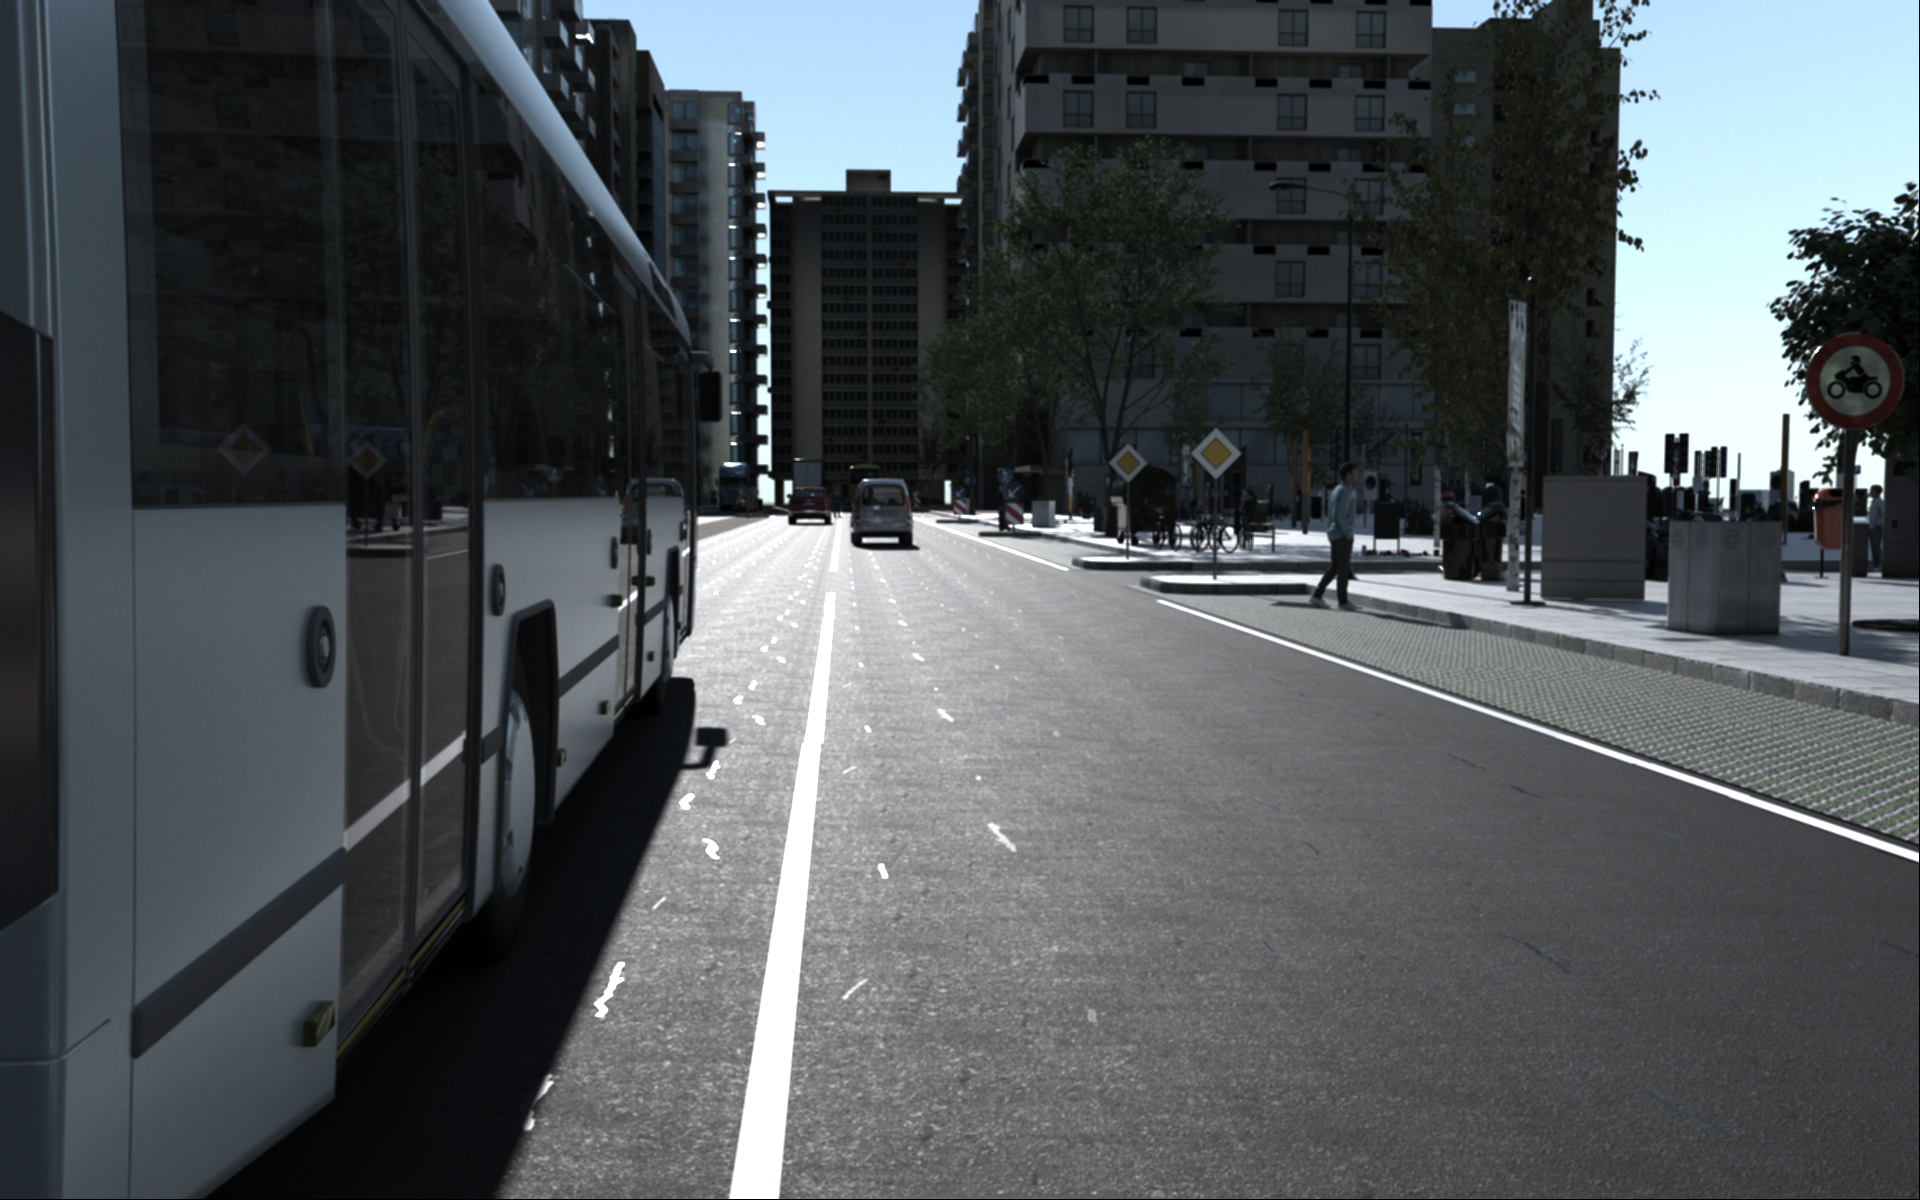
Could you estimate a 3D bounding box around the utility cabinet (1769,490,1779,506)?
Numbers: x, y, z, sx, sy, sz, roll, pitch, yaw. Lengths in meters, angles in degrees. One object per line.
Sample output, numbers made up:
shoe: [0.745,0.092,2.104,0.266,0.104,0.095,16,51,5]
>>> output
utility cabinet: [48.801,-5.861,104.502,0.318,1.500,1.173,-2,4,-29]

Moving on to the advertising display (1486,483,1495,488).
advertising display: [29.720,-5.631,97.276,0.974,1.923,0.123,-3,5,-44]

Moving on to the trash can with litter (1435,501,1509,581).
trash can with litter: [7.702,-0.885,25.860,1.055,1.170,0.624,2,4,34]

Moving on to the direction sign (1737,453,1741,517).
direction sign: [42.717,-6.301,95.015,0.379,3.537,0.876,2,4,30]

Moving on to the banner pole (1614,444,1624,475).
banner pole: [32.967,-5.914,86.706,0.863,3.779,0.401,-2,4,-30]

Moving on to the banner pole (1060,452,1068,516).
banner pole: [6.302,-6.882,102.543,0.863,3.779,0.401,-3,5,-40]

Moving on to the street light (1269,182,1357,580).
street light: [5.294,-3.268,25.965,1.470,5.913,1.316,0,4,-4]

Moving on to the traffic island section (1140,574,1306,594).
traffic island section: [3.841,-0.227,25.994,2.009,0.180,2.903,0,4,-4]

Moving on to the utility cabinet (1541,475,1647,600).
utility cabinet: [7.659,-0.749,20.932,1.173,1.500,0.318,1,4,22]

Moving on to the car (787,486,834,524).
car: [-7.278,-4.613,84.089,2.281,1.827,5.304,0,4,-4]

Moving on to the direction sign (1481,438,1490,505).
direction sign: [21.268,-4.779,70.132,0.379,3.537,0.876,3,4,38]

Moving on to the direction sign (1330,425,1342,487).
direction sign: [12.383,-3.979,57.060,0.379,3.537,0.876,2,4,35]

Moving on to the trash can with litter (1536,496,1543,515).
trash can with litter: [35.598,-5.706,104.349,2.233,1.210,1.678,3,4,39]

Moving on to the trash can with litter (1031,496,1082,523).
trash can with litter: [3.994,-3.972,76.007,2.233,1.210,1.678,-1,4,-8]

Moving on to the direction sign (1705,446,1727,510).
direction sign: [36.152,-5.540,82.582,0.379,3.537,0.876,-2,4,-27]

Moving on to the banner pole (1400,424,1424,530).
banner pole: [16.098,-4.383,61.681,0.863,3.779,0.401,-1,4,-15]

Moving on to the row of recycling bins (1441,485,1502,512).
row of recycling bins: [23.866,-4.514,80.909,1.069,1.692,3.534,-2,4,-29]

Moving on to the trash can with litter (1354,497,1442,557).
trash can with litter: [9.193,-1.515,35.832,2.233,1.210,1.678,2,4,28]

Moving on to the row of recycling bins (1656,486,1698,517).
row of recycling bins: [41.019,-5.743,101.011,3.534,1.692,1.069,1,4,12]

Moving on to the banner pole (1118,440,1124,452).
banner pole: [7.530,-5.574,81.145,0.401,3.779,0.863,-1,4,-14]

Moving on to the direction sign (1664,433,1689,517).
direction sign: [26.791,-4.454,64.820,0.379,3.537,0.876,-3,5,-44]

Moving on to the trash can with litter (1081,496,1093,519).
trash can with litter: [6.590,-4.775,89.461,0.624,1.170,1.055,0,4,0]

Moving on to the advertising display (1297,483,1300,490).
advertising display: [18.904,-5.611,96.957,0.123,1.923,0.974,1,4,16]

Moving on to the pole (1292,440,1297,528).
pole: [12.739,-4.410,65.954,0.158,3.312,0.155,0,3,0]

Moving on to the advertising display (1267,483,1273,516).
advertising display: [18.293,-5.934,102.242,0.123,1.923,0.974,0,4,-4]

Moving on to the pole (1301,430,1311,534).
pole: [11.067,-3.771,55.500,0.158,3.312,0.155,0,3,0]

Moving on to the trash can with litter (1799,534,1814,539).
trash can with litter: [24.902,-2.367,49.755,2.233,1.210,1.678,-1,4,-23]

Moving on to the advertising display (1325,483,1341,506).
advertising display: [22.352,-6.014,103.549,0.974,1.923,0.123,1,4,18]

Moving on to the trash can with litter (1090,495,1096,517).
trash can with litter: [7.187,-5.204,96.150,1.678,1.210,2.233,-2,4,-34]

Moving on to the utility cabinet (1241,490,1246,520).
utility cabinet: [14.234,-4.663,84.926,0.318,1.500,1.173,-2,4,-26]

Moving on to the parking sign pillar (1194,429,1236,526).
parking sign pillar: [10.355,-5.059,71.179,1.447,3.967,1.447,0,4,-4]

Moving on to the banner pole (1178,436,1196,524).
banner pole: [9.706,-5.219,75.351,0.863,3.779,0.401,-3,4,-36]

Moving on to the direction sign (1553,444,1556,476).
direction sign: [27.185,-5.338,79.266,0.379,3.537,0.876,1,4,13]

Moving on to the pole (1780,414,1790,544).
pole: [20.986,-3.072,44.074,0.158,3.312,0.155,0,3,0]

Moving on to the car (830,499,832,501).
car: [-10.167,-6.846,123.735,2.131,1.459,4.920,0,4,-5]

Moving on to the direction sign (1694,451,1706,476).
direction sign: [38.810,-6.028,90.552,0.876,3.537,0.379,0,4,-3]

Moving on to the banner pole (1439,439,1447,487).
banner pole: [21.843,-5.405,78.387,0.401,3.779,0.863,-1,4,-12]

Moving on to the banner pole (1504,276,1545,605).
banner pole: [6.441,-1.825,19.859,0.401,3.779,0.863,3,5,42]

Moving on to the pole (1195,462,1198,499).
pole: [14.796,-6.998,108.255,0.158,3.312,0.155,0,3,0]

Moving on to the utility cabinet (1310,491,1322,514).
utility cabinet: [22.055,-6.060,107.752,0.318,1.500,1.173,-2,4,-26]

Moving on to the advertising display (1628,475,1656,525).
advertising display: [23.375,-3.320,59.491,0.974,1.923,0.123,1,4,21]

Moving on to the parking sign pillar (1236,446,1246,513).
parking sign pillar: [15.237,-6.575,95.980,1.447,3.967,1.447,-2,4,-33]

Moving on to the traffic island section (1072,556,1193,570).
traffic island section: [3.303,-0.714,33.961,2.009,0.180,2.903,0,4,-4]

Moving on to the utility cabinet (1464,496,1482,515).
utility cabinet: [19.394,-3.326,65.540,0.306,1.237,1.020,0,4,-6]

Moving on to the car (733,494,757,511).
car: [-17.985,-8.257,145.219,2.015,1.641,3.980,0,4,-2]
